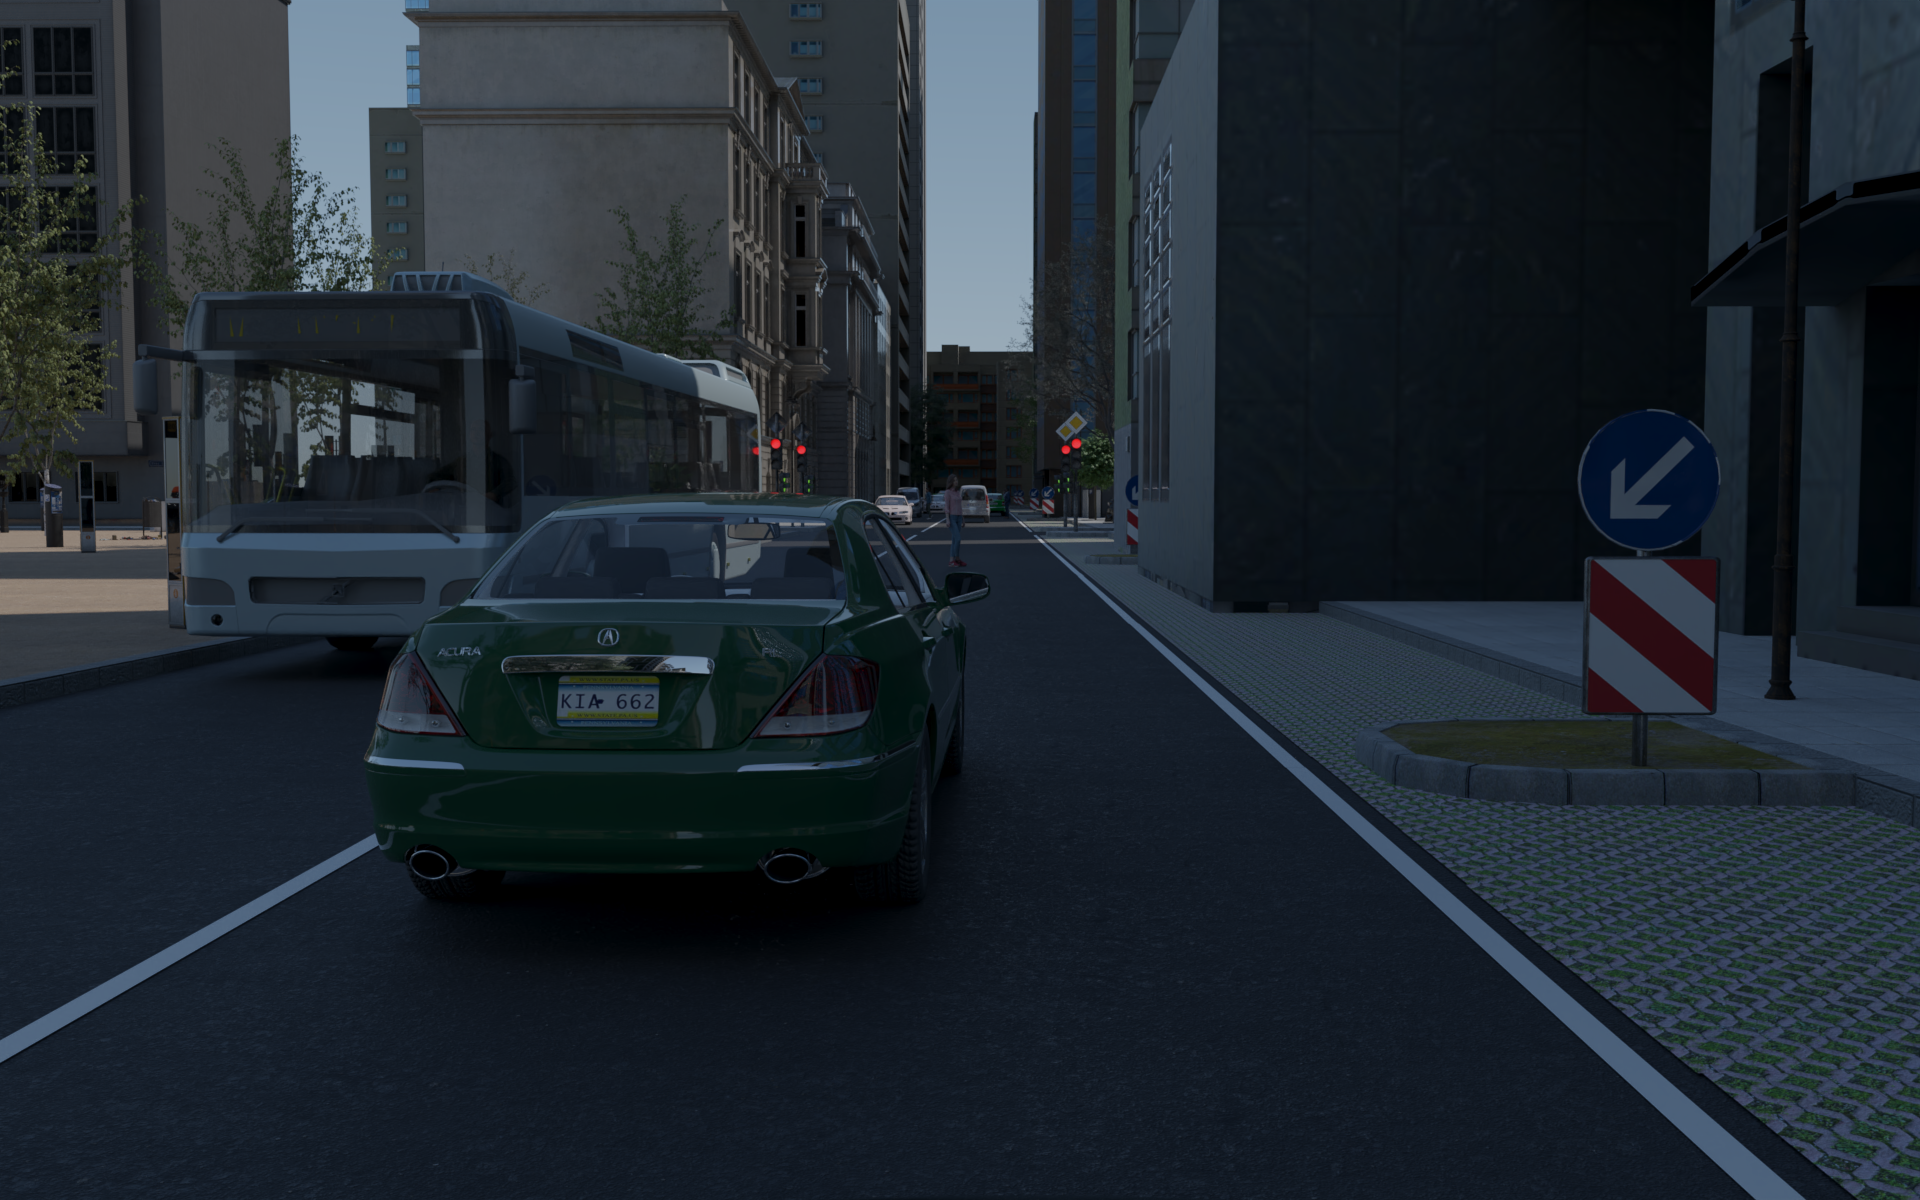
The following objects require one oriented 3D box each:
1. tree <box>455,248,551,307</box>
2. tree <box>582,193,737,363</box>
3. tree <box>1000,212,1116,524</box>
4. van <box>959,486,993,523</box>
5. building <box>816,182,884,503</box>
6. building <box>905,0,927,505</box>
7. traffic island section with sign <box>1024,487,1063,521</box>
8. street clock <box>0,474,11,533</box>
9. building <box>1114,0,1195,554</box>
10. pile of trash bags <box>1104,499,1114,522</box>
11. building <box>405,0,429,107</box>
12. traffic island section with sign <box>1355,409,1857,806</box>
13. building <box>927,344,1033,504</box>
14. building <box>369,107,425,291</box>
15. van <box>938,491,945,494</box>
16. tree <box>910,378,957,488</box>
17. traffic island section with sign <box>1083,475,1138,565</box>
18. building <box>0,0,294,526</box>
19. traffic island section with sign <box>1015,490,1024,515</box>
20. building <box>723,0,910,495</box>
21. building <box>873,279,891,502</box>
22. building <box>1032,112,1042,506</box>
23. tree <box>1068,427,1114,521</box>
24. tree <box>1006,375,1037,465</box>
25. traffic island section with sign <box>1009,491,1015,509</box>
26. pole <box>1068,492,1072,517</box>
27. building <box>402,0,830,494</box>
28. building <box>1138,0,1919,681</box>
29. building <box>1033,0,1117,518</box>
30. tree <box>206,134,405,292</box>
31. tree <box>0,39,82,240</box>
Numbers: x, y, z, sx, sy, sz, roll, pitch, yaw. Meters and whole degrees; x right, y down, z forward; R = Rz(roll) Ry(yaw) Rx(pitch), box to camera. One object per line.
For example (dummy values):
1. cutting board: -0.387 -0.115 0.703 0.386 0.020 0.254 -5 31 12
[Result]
1. tree: -14.117 -6.180 51.410 4.360 8.622 3.978 0 3 0
2. tree: -7.552 -5.671 43.080 4.737 8.622 4.395 0 3 0
3. tree: 6.792 -10.078 75.152 12.009 13.543 11.850 0 3 0
4. van: 0.648 -4.890 86.965 2.013 2.044 4.112 0 4 0
5. building: -12.269 -16.573 112.768 13.314 21.916 24.055 0 4 1
6. building: -14.610 -47.031 207.215 20.611 71.187 20.563 0 4 1
7. traffic island section with sign: 4.513 -5.062 91.391 1.989 1.847 2.006 0 4 1
8. street clock: -31.586 -3.219 57.194 0.471 2.002 0.358 1 4 15
9. building: 11.001 -22.094 44.834 14.154 41.232 14.086 0 4 1
10. pile of trash bags: 8.290 -4.284 79.804 3.447 1.369 1.912 2 4 24
11. building: -61.589 -56.470 235.959 31.000 86.520 22.319 0 4 1
12. traffic island section with sign: 3.120 -0.014 8.857 1.989 1.847 2.006 0 4 1
13. building: -0.442 -24.137 239.677 28.899 21.520 27.650 0 4 1
14. building: -56.336 -35.714 207.632 21.600 48.544 21.300 0 4 1
15. van: -1.922 -12.383 209.467 2.013 2.044 4.112 0 4 -1
16. tree: -4.916 -17.460 192.131 9.857 13.997 8.962 0 3 0
17. traffic island section with sign: 3.572 -1.662 35.808 1.989 1.847 2.006 0 4 1
18. building: -42.979 -17.132 73.622 24.014 27.812 14.314 0 4 1
19. traffic island section with sign: 4.948 -6.710 118.343 1.989 1.847 2.006 0 4 1
20. building: -15.534 -32.345 152.548 21.300 48.544 21.600 0 4 1
21. building: -10.970 -17.051 133.529 10.420 20.320 16.860 0 4 1
22. building: 14.906 -30.879 188.471 14.154 41.232 14.086 0 4 1
23. tree: 6.711 -6.165 84.515 4.285 4.588 4.351 0 3 0
24. tree: 7.775 -13.602 148.153 9.928 11.665 9.643 0 3 0
25. traffic island section with sign: 5.796 -9.795 168.769 1.989 1.847 2.006 0 4 1
26. pole: 6.089 -6.227 95.651 0.158 3.312 0.155 0 3 0
27. building: -13.654 -16.164 83.368 14.460 24.649 34.723 0 4 1
28. building: 14.103 -42.828 12.910 22.319 86.520 31.000 0 4 1
29. building: 11.698 -27.654 102.259 14.600 45.320 14.200 0 4 1
30. tree: -14.032 -5.162 34.763 4.737 8.622 4.395 0 3 0
31. tree: -15.453 -4.715 27.455 4.737 8.622 4.395 0 3 0
